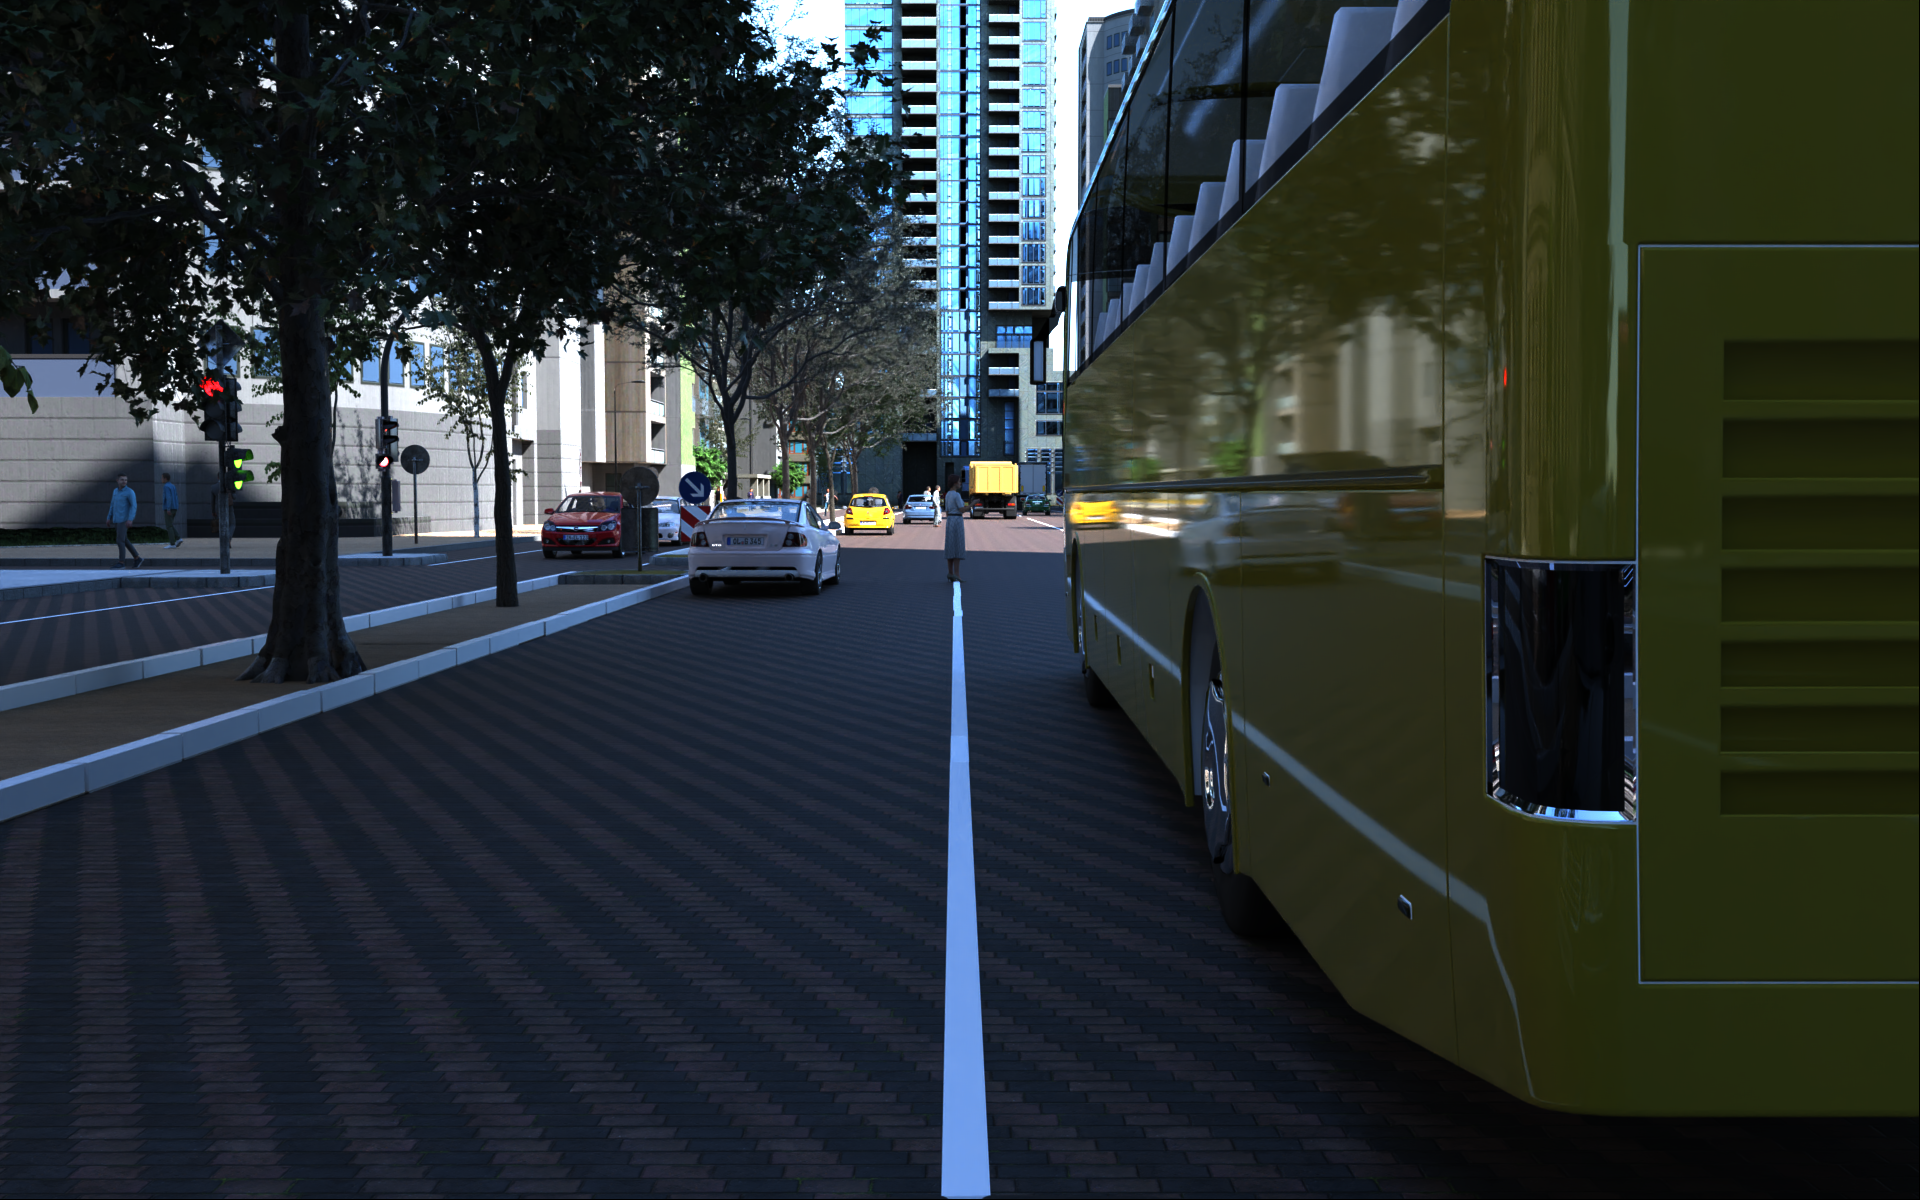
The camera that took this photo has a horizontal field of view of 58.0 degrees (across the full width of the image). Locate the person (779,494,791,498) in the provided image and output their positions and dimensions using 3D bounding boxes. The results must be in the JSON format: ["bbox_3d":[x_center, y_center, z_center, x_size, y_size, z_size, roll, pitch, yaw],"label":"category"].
[{"bbox_3d":[-16.294,-9.519,161.671,1.348,1.826,0.705,-2,4,-33],"label":"person"}]

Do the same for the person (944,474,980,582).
[{"bbox_3d":[0.002,-1.168,28.172,0.524,1.755,0.480,-2,4,-32],"label":"person"}]

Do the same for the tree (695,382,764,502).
[{"bbox_3d":[-14.799,-9.701,108.981,4.360,8.622,3.978,0,3,0],"label":"tree"}]

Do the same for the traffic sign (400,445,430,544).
[{"bbox_3d":[-14.062,-2.728,44.707,0.768,2.556,0.104,0,4,2],"label":"traffic sign"}]

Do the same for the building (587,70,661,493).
[{"bbox_3d":[-22.133,-24.928,91.170,14.154,41.232,14.086,0,4,0],"label":"building"}]

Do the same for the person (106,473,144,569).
[{"bbox_3d":[-15.964,-1.518,33.180,0.638,1.841,0.748,3,4,38],"label":"person"}]

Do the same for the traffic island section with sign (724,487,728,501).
[{"bbox_3d":[-11.706,-4.874,88.318,1.989,1.847,2.006,0,4,0],"label":"traffic island section with sign"}]

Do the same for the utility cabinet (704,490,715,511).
[{"bbox_3d":[-14.428,-5.557,99.535,0.318,1.500,1.173,-2,4,-24],"label":"utility cabinet"}]

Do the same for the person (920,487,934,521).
[{"bbox_3d":[-1.757,-5.047,91.118,0.850,1.850,0.679,2,4,30],"label":"person"}]

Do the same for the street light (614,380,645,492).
[{"bbox_3d":[-13.515,-6.003,70.684,1.470,5.913,1.316,0,4,0],"label":"street light"}]

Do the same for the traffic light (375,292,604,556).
[{"bbox_3d":[-9.762,-3.741,35.836,4.771,5.953,1.251,0,4,0],"label":"traffic light"}]

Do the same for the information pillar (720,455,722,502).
[{"bbox_3d":[-14.438,-6.937,104.767,0.183,3.616,0.504,0,4,-3],"label":"information pillar"}]

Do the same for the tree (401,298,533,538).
[{"bbox_3d":[-14.214,-6.127,50.547,4.360,8.622,3.978,0,3,0],"label":"tree"}]

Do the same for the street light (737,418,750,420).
[{"bbox_3d":[-13.489,-8.127,105.413,1.470,5.913,1.316,0,4,0],"label":"street light"}]

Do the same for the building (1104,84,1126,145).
[{"bbox_3d":[21.426,-30.147,176.496,14.154,41.232,14.086,0,4,0],"label":"building"}]

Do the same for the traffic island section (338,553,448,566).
[{"bbox_3d":[-11.893,-0.835,35.930,2.009,0.180,2.903,0,4,0],"label":"traffic island section"}]

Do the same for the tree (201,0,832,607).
[{"bbox_3d":[-5.715,-5.206,21.982,8.767,10.594,7.601,0,4,0],"label":"tree"}]

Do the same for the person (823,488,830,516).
[{"bbox_3d":[-8.331,-6.194,109.754,0.794,1.824,0.713,2,4,32],"label":"person"}]

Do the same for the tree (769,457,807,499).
[{"bbox_3d":[-14.996,-10.247,151.253,4.285,4.588,4.351,0,3,0],"label":"tree"}]

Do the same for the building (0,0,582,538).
[{"bbox_3d":[-27.197,-31.744,61.007,21.231,58.520,28.212,0,4,0],"label":"building"}]

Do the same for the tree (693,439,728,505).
[{"bbox_3d":[-15.239,-7.270,102.583,4.285,4.588,4.351,0,3,0],"label":"tree"}]

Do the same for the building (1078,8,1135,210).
[{"bbox_3d":[28.746,-40.702,207.478,28.212,58.520,21.231,0,4,0],"label":"building"}]

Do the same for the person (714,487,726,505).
[{"bbox_3d":[-15.877,-6.579,113.628,1.348,1.822,0.705,2,4,24],"label":"person"}]

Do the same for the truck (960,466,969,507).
[{"bbox_3d":[1.236,-10.357,159.102,2.967,4.110,18.799,0,4,2],"label":"truck"}]

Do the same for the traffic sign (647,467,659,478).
[{"bbox_3d":[-14.434,-4.935,80.800,0.768,2.556,0.104,1,4,9],"label":"traffic sign"}]

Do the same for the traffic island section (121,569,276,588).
[{"bbox_3d":[-11.871,-0.346,27.945,2.009,0.180,2.903,0,4,0],"label":"traffic island section"}]

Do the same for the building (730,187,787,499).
[{"bbox_3d":[-24.995,-30.150,176.548,14.086,41.232,14.154,0,4,0],"label":"building"}]

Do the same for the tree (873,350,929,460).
[{"bbox_3d":[-5.501,-8.473,75.405,8.767,10.594,7.601,0,4,0],"label":"tree"}]

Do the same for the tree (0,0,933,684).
[{"bbox_3d":[-5.063,-5.735,13.229,9.611,12.733,9.660,0,3,0],"label":"tree"}]

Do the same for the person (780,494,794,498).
[{"bbox_3d":[-17.162,-10.128,171.715,1.350,1.814,0.705,0,4,-1],"label":"person"}]

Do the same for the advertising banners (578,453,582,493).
[{"bbox_3d":[-14.502,-4.278,66.135,0.090,3.025,2.074,-1,4,-10],"label":"advertising banners"}]

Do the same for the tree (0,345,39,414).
[{"bbox_3d":[-4.958,-3.258,6.093,4.737,8.622,4.395,0,3,0],"label":"tree"}]

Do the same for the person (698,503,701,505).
[{"bbox_3d":[-17.187,-6.435,114.481,0.599,1.433,0.991,-3,5,-43],"label":"person"}]

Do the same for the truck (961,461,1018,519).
[{"bbox_3d":[1.878,-6.483,101.926,3.469,3.379,9.791,0,4,-1],"label":"truck"}]

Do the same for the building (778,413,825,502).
[{"bbox_3d":[-31.688,-22.429,211.749,28.899,21.520,27.650,0,4,0],"label":"building"}]

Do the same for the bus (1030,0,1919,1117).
[{"bbox_3d":[2.036,-1.033,8.438,2.896,3.916,12.252,0,3,0],"label":"bus"}]

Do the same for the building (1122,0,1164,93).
[{"bbox_3d":[26.071,-32.637,153.223,23.786,49.044,30.456,0,4,0],"label":"building"}]

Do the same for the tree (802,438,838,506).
[{"bbox_3d":[-15.011,-14.544,188.164,4.737,8.622,4.395,0,3,0],"label":"tree"}]

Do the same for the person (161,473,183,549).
[{"bbox_3d":[-18.556,-2.102,40.749,0.444,1.785,0.601,0,4,6],"label":"person"}]

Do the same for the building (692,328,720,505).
[{"bbox_3d":[-29.822,-30.979,126.114,23.786,49.044,30.456,0,4,0],"label":"building"}]

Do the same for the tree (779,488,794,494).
[{"bbox_3d":[-15.318,-9.771,154.350,1.663,3.219,1.824,0,3,0],"label":"tree"}]

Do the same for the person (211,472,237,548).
[{"bbox_3d":[-17.464,-2.145,41.076,0.622,1.834,0.822,-1,4,-9],"label":"person"}]

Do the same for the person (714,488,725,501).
[{"bbox_3d":[-15.754,-6.611,114.844,1.217,1.736,0.721,0,4,-5],"label":"person"}]

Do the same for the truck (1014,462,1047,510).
[{"bbox_3d":[6.252,-10.265,156.739,2.839,4.237,11.283,0,4,-1],"label":"truck"}]

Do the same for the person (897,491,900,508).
[{"bbox_3d":[-6.195,-10.359,178.585,0.721,1.736,1.217,-2,4,-31],"label":"person"}]

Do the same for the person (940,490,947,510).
[{"bbox_3d":[-1.267,-8.958,154.900,1.348,1.831,0.705,-1,4,-9],"label":"person"}]

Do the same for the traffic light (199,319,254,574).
[{"bbox_3d":[-11.831,-2.379,27.811,0.839,4.253,0.868,0,4,0],"label":"traffic light"}]

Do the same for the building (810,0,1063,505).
[{"bbox_3d":[-1.731,-54.716,207.280,31.000,86.520,22.319,0,4,0],"label":"building"}]

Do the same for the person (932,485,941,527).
[{"bbox_3d":[-1.018,-4.080,75.309,0.391,1.810,0.635,0,4,-4],"label":"person"}]

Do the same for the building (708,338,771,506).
[{"bbox_3d":[-33.606,-28.262,153.960,32.217,40.220,23.993,0,4,0],"label":"building"}]

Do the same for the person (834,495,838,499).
[{"bbox_3d":[-10.925,-8.415,146.786,1.217,1.736,0.721,0,4,-6],"label":"person"}]

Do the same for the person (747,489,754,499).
[{"bbox_3d":[-16.067,-7.708,132.995,0.541,1.710,0.530,-2,4,-25],"label":"person"}]

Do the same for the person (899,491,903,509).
[{"bbox_3d":[-5.812,-9.839,170.288,0.530,1.710,0.541,2,4,31],"label":"person"}]

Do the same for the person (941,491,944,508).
[{"bbox_3d":[-1.822,-10.356,178.537,1.217,1.743,0.721,-1,4,-22],"label":"person"}]

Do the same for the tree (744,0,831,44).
[{"bbox_3d":[-5.472,-7.855,41.255,12.009,13.543,11.850,0,3,0],"label":"tree"}]
